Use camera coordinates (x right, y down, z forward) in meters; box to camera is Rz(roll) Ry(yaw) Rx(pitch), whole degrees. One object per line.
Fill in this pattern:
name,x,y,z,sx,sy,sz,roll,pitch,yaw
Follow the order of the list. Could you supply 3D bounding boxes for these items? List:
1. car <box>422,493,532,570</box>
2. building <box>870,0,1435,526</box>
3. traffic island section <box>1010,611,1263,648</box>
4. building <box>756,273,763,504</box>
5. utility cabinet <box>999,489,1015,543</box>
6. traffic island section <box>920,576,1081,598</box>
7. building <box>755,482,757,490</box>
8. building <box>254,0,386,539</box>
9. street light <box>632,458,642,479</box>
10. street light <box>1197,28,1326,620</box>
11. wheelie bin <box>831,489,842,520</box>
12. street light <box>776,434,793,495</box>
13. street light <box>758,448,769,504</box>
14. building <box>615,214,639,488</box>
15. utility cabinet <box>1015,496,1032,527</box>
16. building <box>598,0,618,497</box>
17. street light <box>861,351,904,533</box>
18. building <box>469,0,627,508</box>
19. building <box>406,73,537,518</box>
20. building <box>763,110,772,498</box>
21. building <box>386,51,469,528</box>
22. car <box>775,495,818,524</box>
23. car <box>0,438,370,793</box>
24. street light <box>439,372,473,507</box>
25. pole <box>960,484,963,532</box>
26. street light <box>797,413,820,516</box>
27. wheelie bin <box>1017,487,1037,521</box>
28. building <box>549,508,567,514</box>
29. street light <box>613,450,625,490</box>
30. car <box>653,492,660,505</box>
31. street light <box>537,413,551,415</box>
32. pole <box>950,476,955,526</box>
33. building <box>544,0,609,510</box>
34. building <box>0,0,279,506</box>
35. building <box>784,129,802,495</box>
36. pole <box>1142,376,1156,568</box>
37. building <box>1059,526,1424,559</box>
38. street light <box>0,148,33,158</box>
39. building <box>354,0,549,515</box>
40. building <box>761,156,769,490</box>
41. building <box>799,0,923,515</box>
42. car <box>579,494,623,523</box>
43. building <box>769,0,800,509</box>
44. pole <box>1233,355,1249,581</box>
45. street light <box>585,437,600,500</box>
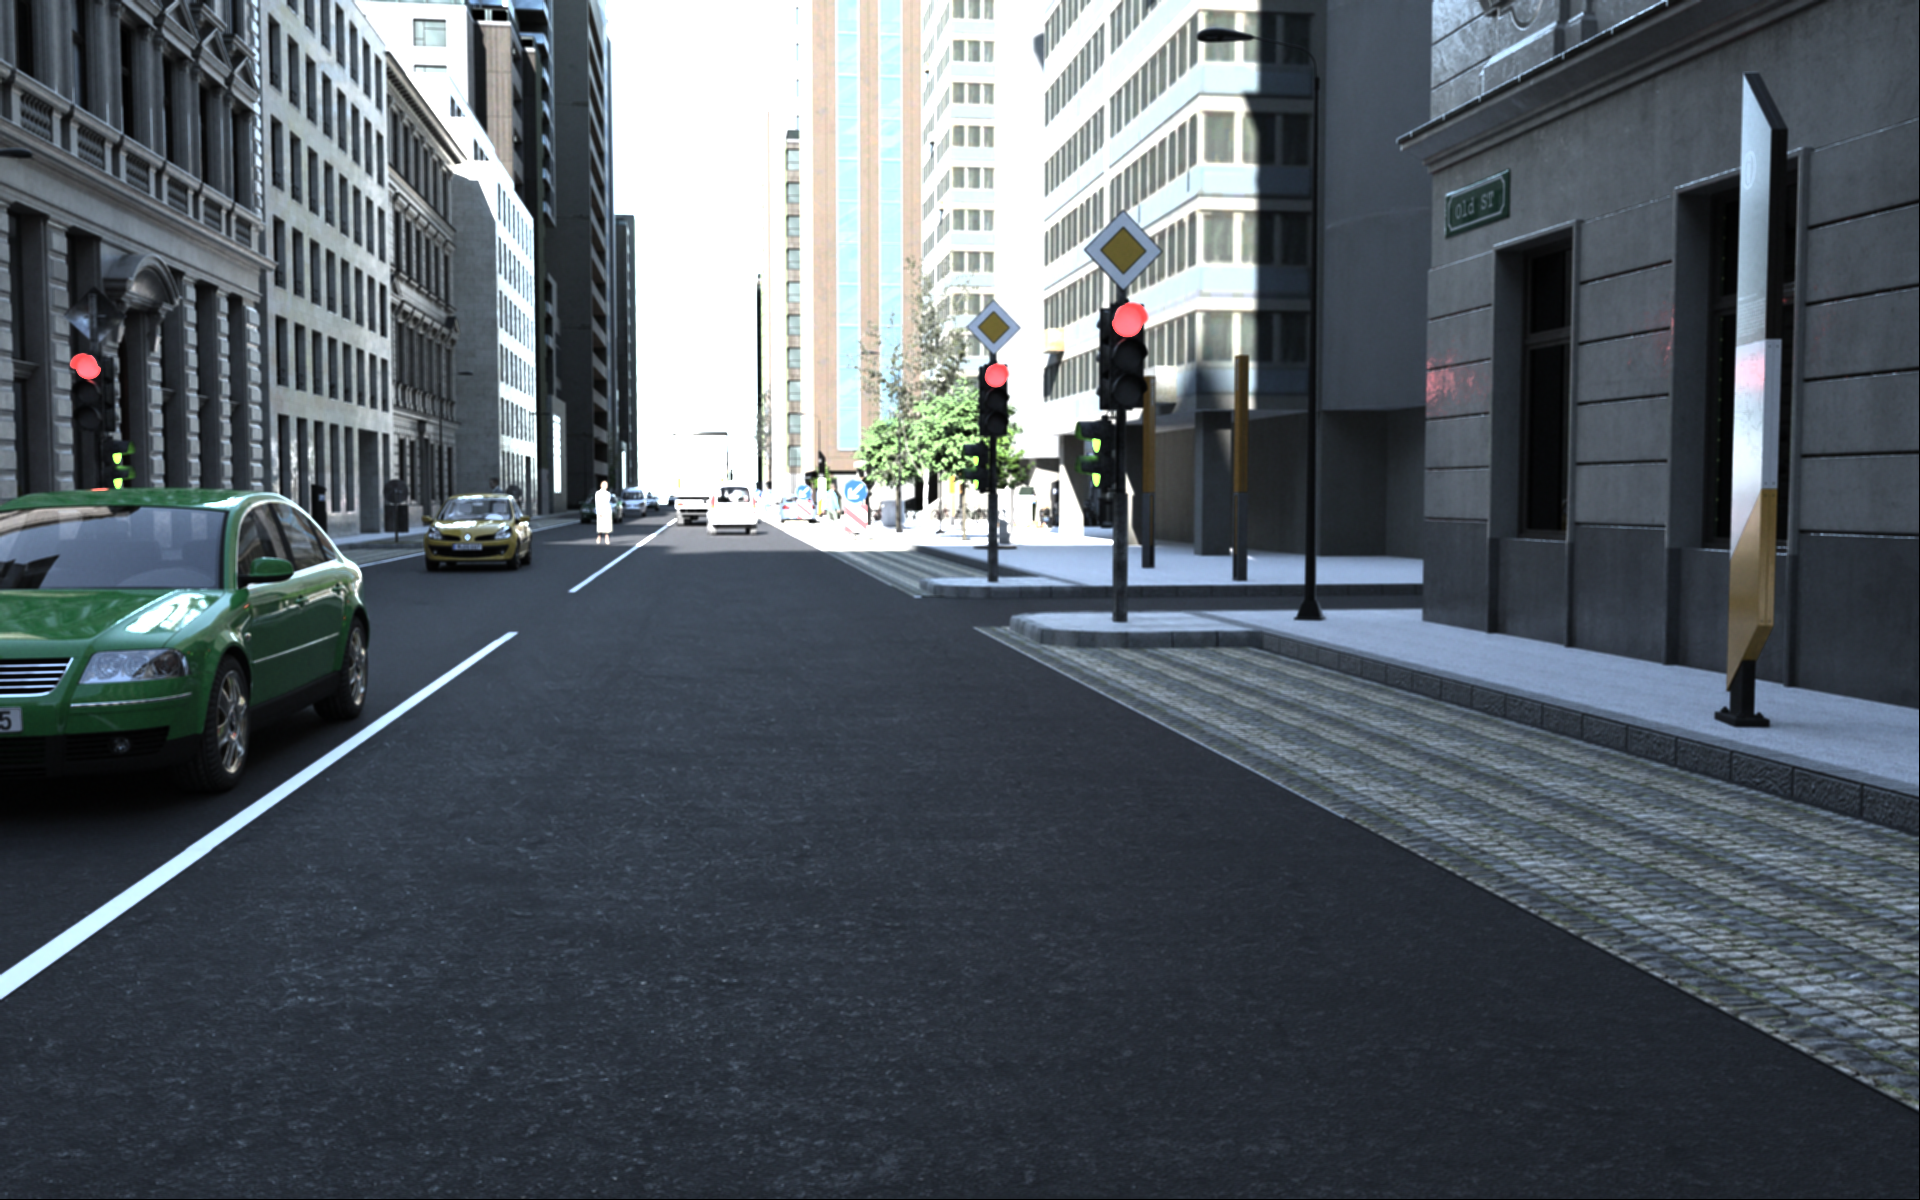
car,-9.384,-1.445,33.845,2.015,1.641,3.980,-1,4,-9
building,10.966,-24.357,90.124,32.217,40.220,23.993,0,4,-8
traffic island section,1.631,0.297,17.430,2.009,0.180,2.903,0,4,-8
building,-19.693,-27.869,227.355,14.160,30.474,14.107,0,4,-8
utility cabinet,1.210,-2.238,45.274,0.318,1.500,1.173,0,4,8
traffic island section,0.503,-0.187,25.335,2.009,0.180,2.903,0,4,-8
building,-13.141,-33.999,247.764,32.217,40.220,23.993,0,4,-8
building,-23.401,-11.943,50.012,10.420,20.320,16.860,0,4,-8
street light,-41.784,-15.385,224.085,1.470,5.913,1.316,0,4,-8
street light,3.052,-2.750,17.506,1.470,5.913,1.316,0,4,-8
wheelie bin,-6.217,-4.782,86.096,0.693,1.594,0.980,0,4,1
street light,-13.422,-9.812,132.961,1.470,5.913,1.316,0,4,-8
street light,-19.586,-12.410,175.447,1.470,5.913,1.316,0,4,-8
building,-53.016,-34.338,245.020,14.154,41.232,14.086,0,4,-8
utility cabinet,2.309,-3.491,68.245,1.020,1.237,0.306,0,4,-2
building,-49.711,-39.767,192.195,21.231,58.520,28.212,0,4,-8
street light,-2.507,-5.122,56.294,1.470,5.913,1.316,0,4,-8
building,-54.039,-55.535,220.676,22.319,86.520,31.000,0,4,-8
building,-27.561,-14.209,87.065,10.420,20.320,16.860,0,4,-8
building,-15.313,-33.574,199.053,14.600,45.320,14.200,0,4,-8
building,-25.925,-12.433,67.911,10.561,19.102,19.286,0,4,-8
car,-7.710,-4.274,81.875,2.014,1.417,4.499,0,4,-8
car,-4.550,-0.049,9.603,1.959,1.807,4.718,0,4,-7
street light,-19.175,-5.707,65.850,1.470,5.913,1.316,0,4,-8
pole,0.084,-3.962,58.624,0.158,3.312,0.155,0,3,0
street light,-8.589,-7.746,99.190,1.470,5.913,1.316,0,4,-8
wheelie bin,2.876,-4.073,74.501,0.980,1.594,0.693,2,4,29
building,-39.597,-49.591,123.483,22.319,86.520,31.000,0,4,-8
street light,-35.730,-12.766,181.257,1.470,5.913,1.316,0,4,-8
car,-41.838,-13.862,236.228,1.945,1.707,3.694,-1,4,-8
street light,-24.050,-7.730,98.934,1.470,5.913,1.316,0,4,-8
pole,-0.310,-4.633,69.595,0.158,3.312,0.155,0,3,0
building,-42.380,-32.258,151.126,21.300,48.544,21.600,0,4,-8
building,-20.209,-12.388,31.422,11.050,23.489,19.941,0,4,-8
building,-7.331,-22.603,141.261,14.160,30.474,14.107,0,4,-8
pole,3.274,-2.213,30.022,0.158,3.312,0.155,0,3,0
building,15.315,-21.422,42.123,23.993,40.220,32.217,0,4,-8
street light,-13.152,-3.107,23.338,1.470,5.913,1.316,0,4,-8
building,-32.582,-20.291,103.453,14.160,30.474,14.107,0,4,-8
building,-17.388,-32.388,213.142,14.154,41.232,14.086,0,4,-8
building,-3.095,-28.279,112.476,14.600,45.320,14.200,0,4,-8
car,-17.777,-4.536,85.963,2.131,1.459,4.920,0,4,-7
building,-7.171,-37.907,161.786,21.231,58.520,28.212,0,4,-8
pole,4.143,-1.939,25.546,0.158,3.312,0.155,0,3,0
street light,-30.021,-10.322,141.309,1.470,5.913,1.316,0,4,-8
